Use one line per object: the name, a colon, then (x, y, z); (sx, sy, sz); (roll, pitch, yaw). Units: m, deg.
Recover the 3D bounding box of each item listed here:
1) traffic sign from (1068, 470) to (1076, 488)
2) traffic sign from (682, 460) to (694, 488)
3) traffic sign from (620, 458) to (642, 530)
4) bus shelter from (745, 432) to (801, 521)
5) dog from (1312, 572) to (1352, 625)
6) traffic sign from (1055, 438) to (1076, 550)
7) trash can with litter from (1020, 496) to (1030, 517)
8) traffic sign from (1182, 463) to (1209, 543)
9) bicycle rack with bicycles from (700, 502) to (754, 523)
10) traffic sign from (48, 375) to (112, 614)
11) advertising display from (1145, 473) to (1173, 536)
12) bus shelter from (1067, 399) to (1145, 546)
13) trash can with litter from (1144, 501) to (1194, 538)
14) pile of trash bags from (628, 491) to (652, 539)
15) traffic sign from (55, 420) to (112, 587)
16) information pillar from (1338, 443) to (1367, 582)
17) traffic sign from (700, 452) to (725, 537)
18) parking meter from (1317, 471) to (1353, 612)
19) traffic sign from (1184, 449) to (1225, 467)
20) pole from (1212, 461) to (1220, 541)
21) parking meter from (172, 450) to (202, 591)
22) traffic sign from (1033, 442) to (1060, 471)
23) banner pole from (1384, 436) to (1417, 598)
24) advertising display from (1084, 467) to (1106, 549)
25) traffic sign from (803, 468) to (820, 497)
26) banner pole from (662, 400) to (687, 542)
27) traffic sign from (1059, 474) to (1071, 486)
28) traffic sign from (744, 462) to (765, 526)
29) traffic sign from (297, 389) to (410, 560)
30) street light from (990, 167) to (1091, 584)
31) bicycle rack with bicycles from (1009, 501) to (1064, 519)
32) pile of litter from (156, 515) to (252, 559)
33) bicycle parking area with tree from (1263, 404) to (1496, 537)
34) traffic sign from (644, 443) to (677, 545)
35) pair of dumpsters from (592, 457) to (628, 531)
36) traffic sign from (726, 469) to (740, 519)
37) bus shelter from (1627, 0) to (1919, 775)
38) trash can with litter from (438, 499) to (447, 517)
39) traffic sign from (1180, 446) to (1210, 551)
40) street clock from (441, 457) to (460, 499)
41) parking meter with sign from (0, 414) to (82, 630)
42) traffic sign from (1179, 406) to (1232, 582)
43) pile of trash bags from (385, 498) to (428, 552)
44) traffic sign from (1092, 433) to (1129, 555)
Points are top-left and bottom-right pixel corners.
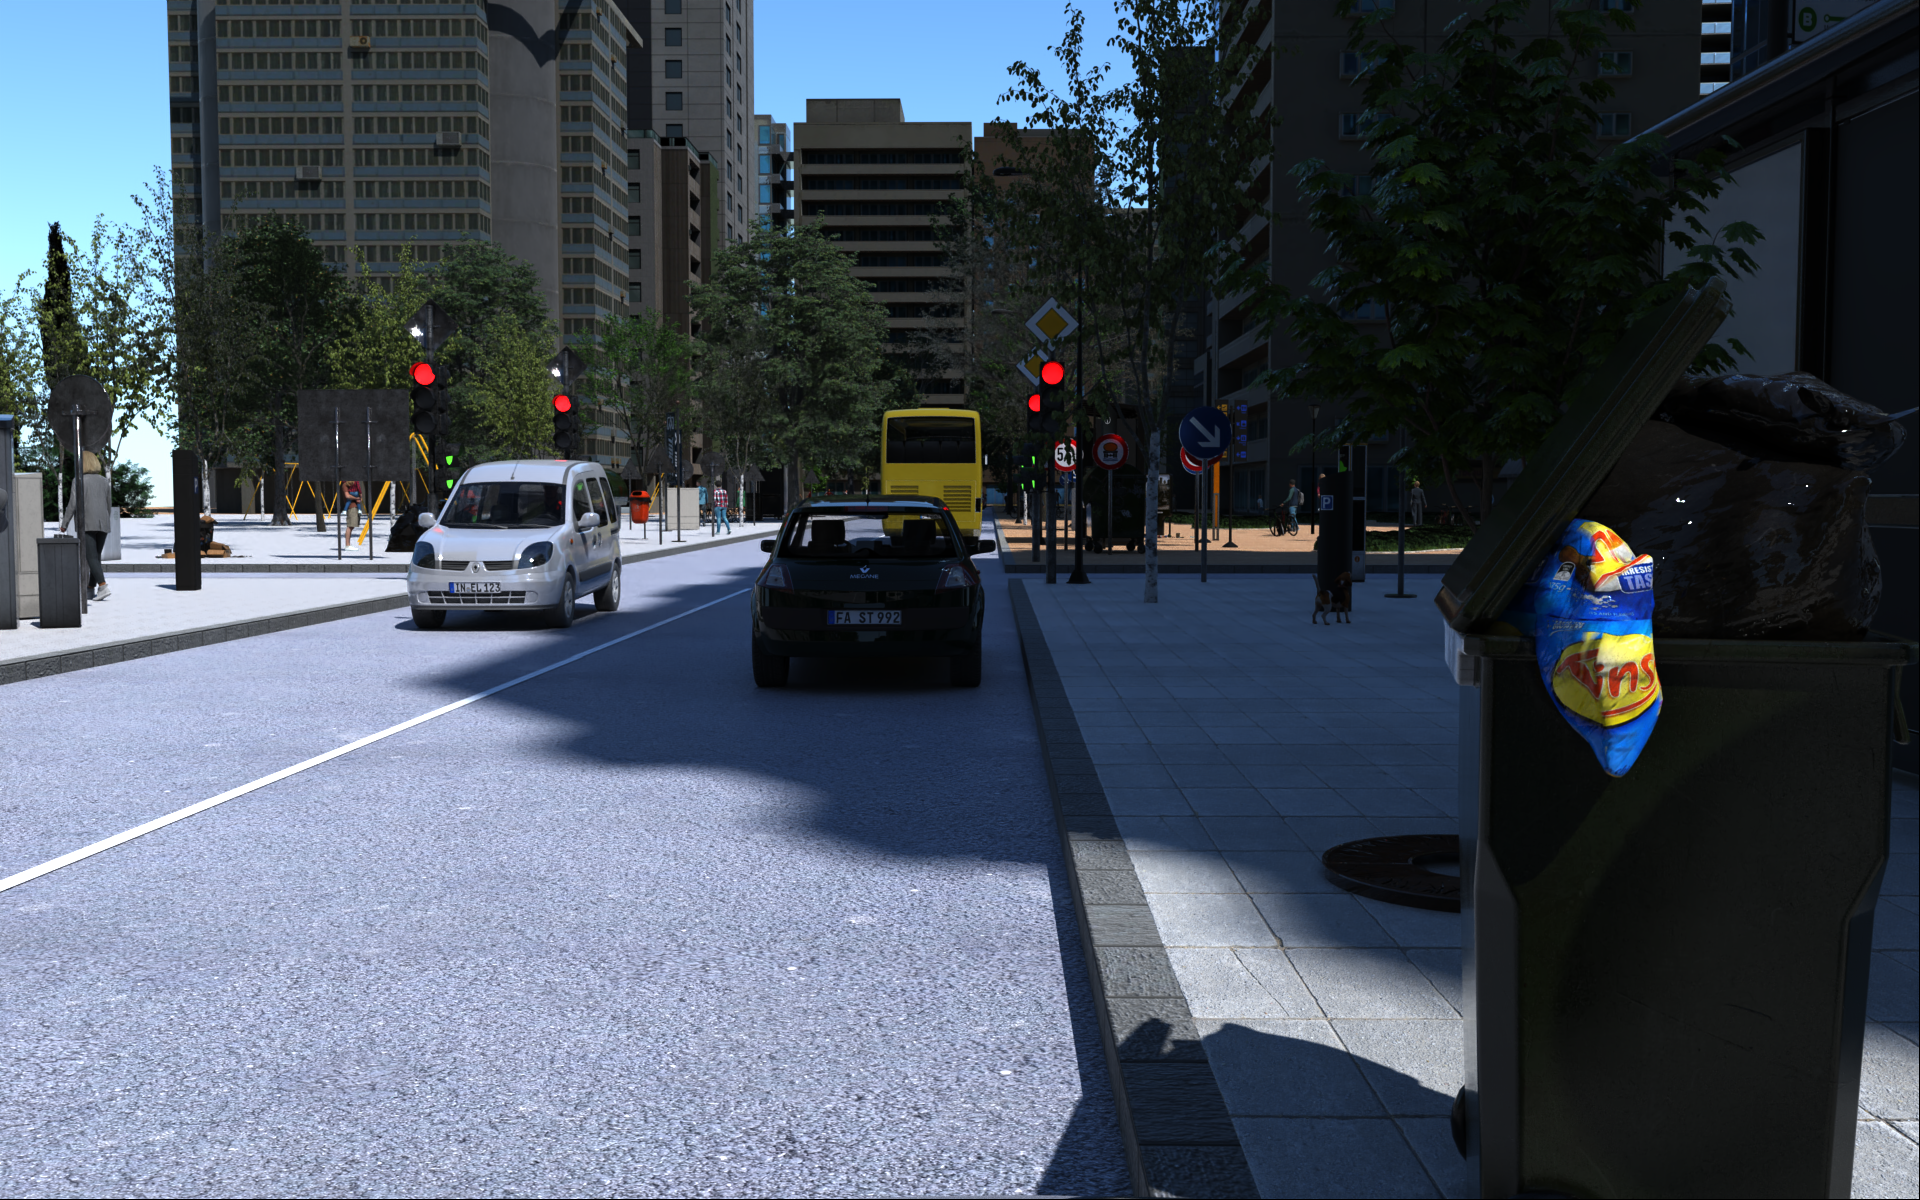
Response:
traffic sign: (4.964, -4.573, 74.882); (0.768, 2.556, 0.104); (0, 4, 3)
traffic sign: (-10.213, -3.906, 63.971); (0.768, 2.556, 0.104); (1, 4, 9)
traffic sign: (-11.838, -3.802, 62.158); (0.884, 2.594, 0.081); (1, 4, 8)
bus shelter: (-9.529, -6.669, 86.671); (2.179, 5.291, 8.768); (0, 4, 1)
dog: (3.680, -0.019, 17.140); (0.406, 0.507, 0.540); (1, 4, 10)
traffic sign: (2.413, -2.399, 39.332); (0.768, 2.556, 0.104); (0, 4, 4)
trash can with litter: (3.657, -5.137, 95.379); (0.624, 1.170, 1.055); (-3, 4, -36)
traffic sign: (6.143, -2.747, 45.022); (0.768, 2.556, 0.104); (0, 4, 3)
bicycle rack with bicycles: (-10.516, -3.848, 76.304); (2.925, 0.926, 2.852); (-3, 4, -39)
traffic sign: (-9.402, -1.125, 18.497); (0.768, 2.556, 0.104); (1, 4, 11)
advertising display: (6.148, -2.963, 53.661); (0.974, 1.923, 0.123); (3, 5, 41)
bus shelter: (3.839, -3.338, 45.866); (1.731, 3.624, 6.357); (0, 4, 1)
trash can with litter: (5.739, -2.432, 50.823); (2.233, 1.210, 1.678); (1, 4, 15)
pile of trash bags: (-10.350, -2.425, 49.397); (3.447, 1.369, 1.912); (1, 4, 19)
traffic sign: (-11.489, -1.382, 22.702); (0.768, 2.556, 0.104); (0, 4, 1)
information pillar: (5.707, -1.268, 25.228); (0.304, 2.012, 0.304); (-2, 4, -23)
traffic sign: (-7.417, -3.171, 51.954); (0.768, 2.556, 0.104); (0, 4, 5)
parking meter: (4.104, -0.645, 18.955); (0.372, 1.533, 0.369); (0, 3, 0)
traffic sign: (4.553, -1.968, 32.282); (0.768, 2.556, 0.104); (1, 4, 11)
pole: (7.055, -3.294, 47.699); (0.158, 3.312, 0.155); (0, 3, 0)
parking meter: (-10.316, -1.064, 23.115); (0.255, 1.863, 0.399); (-1, 4, -12)
traffic sign: (2.055, -2.417, 39.526); (0.884, 2.594, 0.081); (0, 4, 6)
banner pole: (5.537, -1.935, 21.662); (0.401, 3.779, 0.863); (1, 4, 13)
advertising display: (3.252, -2.158, 40.496); (0.123, 1.923, 0.974); (-3, 4, -36)
traffic sign: (-7.443, -5.315, 86.900); (0.884, 2.594, 0.081); (1, 4, 9)
banner pole: (-7.676, -3.454, 46.493); (0.401, 3.779, 0.863); (-3, 4, -38)
traffic sign: (6.582, -6.625, 108.430); (0.768, 2.556, 0.104); (0, 4, 1)
traffic sign: (-8.359, -4.303, 70.359); (0.884, 2.594, 0.081); (0, 4, 3)
traffic sign: (-11.783, -2.433, 33.661); (2.265, 3.308, 0.079); (0, 4, 7)
street light: (1.167, -3.193, 24.741); (1.470, 5.913, 1.316); (0, 4, 1)
bicycle rack with bicycles: (4.426, -4.773, 91.419); (2.925, 0.926, 2.852); (2, 4, 33)
pile of litter: (-15.262, -1.284, 34.951); (1.719, 0.858, 1.176); (0, 4, -3)
bicycle parking area with tree: (13.713, -4.129, 54.518); (8.231, 4.147, 9.016); (2, 4, 30)
traffic sign: (-7.587, -2.681, 43.844); (0.884, 2.594, 0.081); (1, 4, 10)
pair of dumpsters: (-9.752, -2.579, 44.667); (1.574, 2.255, 4.437); (0, 4, 1)
traffic sign: (-11.589, -5.420, 88.724); (0.768, 2.556, 0.104); (0, 4, 3)
bus shelter: (4.911, -1.899, 8.682); (2.179, 5.291, 8.768); (0, 4, 1)
trash can with litter: (-10.604, -1.531, 36.423); (0.624, 1.170, 1.055); (2, 4, 31)
traffic sign: (5.303, -2.361, 38.711); (0.768, 2.556, 0.104); (1, 4, 8)
street clock: (-9.492, -1.695, 32.279); (0.358, 2.002, 0.471); (-2, 4, -32)
parking meter with sign: (-9.304, -1.228, 16.345); (1.738, 3.016, 0.543); (-2, 4, -25)
traffic sign: (3.553, -1.532, 25.153); (0.768, 2.556, 0.104); (0, 4, 3)
pile of trash bags: (-11.787, -1.839, 39.828); (1.912, 1.369, 3.447); (0, 4, 4)
traffic sign: (3.169, -2.226, 36.506); (0.768, 2.556, 0.104); (0, 4, 8)
